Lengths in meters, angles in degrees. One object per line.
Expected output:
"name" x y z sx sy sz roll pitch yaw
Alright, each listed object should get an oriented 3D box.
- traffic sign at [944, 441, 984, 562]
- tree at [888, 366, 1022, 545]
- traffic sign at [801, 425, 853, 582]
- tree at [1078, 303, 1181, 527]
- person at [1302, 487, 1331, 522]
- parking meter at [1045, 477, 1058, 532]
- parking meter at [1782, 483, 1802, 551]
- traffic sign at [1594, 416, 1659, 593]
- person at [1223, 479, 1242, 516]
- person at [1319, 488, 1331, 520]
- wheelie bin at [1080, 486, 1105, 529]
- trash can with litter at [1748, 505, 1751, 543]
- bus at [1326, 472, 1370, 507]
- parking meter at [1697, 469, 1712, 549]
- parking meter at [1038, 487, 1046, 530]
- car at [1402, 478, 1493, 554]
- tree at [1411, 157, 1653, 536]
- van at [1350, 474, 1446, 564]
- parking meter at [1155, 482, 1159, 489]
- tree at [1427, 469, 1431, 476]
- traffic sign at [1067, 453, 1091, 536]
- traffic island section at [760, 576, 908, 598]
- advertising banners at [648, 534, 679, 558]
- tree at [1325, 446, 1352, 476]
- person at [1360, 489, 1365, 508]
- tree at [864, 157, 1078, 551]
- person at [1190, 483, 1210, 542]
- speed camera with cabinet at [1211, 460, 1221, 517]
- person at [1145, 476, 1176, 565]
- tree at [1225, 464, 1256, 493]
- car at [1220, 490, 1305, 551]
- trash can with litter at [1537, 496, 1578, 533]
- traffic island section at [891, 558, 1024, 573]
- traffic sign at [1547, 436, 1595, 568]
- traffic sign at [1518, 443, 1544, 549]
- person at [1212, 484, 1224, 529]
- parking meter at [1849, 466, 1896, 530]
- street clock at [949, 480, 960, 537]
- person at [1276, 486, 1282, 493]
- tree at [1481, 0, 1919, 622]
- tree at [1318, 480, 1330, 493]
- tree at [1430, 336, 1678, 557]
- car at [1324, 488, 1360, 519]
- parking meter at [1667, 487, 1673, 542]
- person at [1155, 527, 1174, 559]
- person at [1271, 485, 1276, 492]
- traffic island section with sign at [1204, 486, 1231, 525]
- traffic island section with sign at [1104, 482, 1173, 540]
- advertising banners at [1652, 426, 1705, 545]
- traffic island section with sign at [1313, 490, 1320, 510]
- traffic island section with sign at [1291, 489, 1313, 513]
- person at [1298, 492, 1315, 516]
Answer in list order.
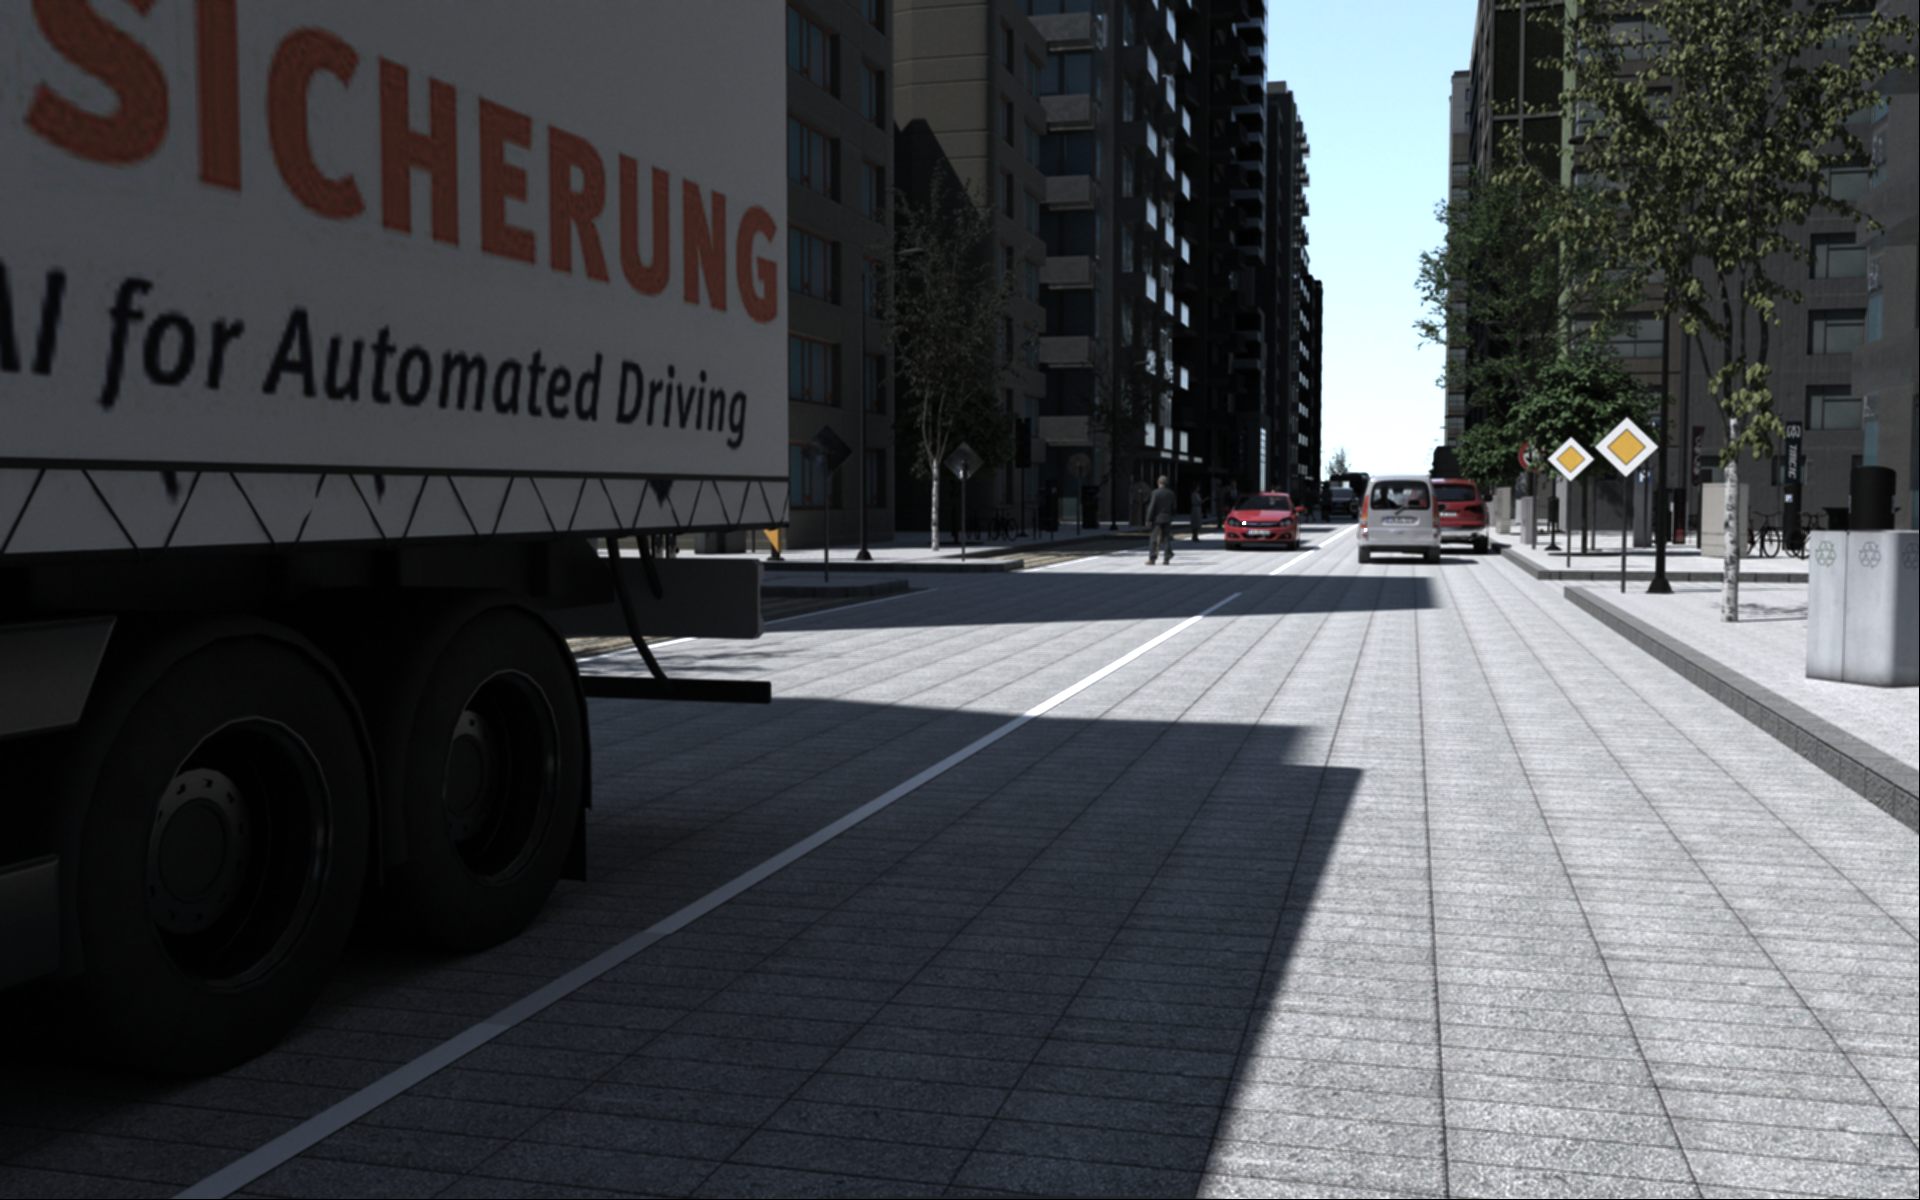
"traffic sign" 0.068 -1.789 32.888 0.795 2.450 0.064 1 4 15
"tree" -0.135 -3.714 44.435 4.285 4.588 4.351 0 3 0
"traffic sign" -1.940 -1.316 25.159 0.795 2.450 0.064 1 4 15
"tree" 6.388 -7.116 66.704 4.360 8.622 3.978 0 3 0
"person" 18.150 -4.865 88.260 1.509 1.804 0.699 0 4 -1
"parking meter" 3.132 -3.266 59.110 0.399 1.863 0.255 -2 4 -27
"parking meter" 18.967 -1.901 39.490 0.372 1.533 0.369 0 3 0
"traffic sign" 8.601 -1.148 22.410 0.795 2.450 0.064 1 4 15
"person" 7.710 -2.465 48.576 0.659 1.850 0.755 0 4 5
"person" 19.991 -5.260 94.892 0.661 1.777 0.834 1 4 10
"wheelie bin" 4.854 -3.432 64.022 0.980 1.594 0.693 0 4 7
"trash can with litter" 20.731 -2.105 45.811 0.624 1.170 1.055 0 4 2
"bus" 32.081 -9.020 142.334 2.948 3.499 13.247 1 4 16
"parking meter" 17.425 -2.130 40.543 0.255 1.863 0.399 1 4 16
"parking meter" 2.966 -3.245 61.470 0.372 1.533 0.369 0 3 0
"car" 12.077 -2.106 43.112 2.281 1.827 5.304 1 4 16
"tree" 17.706 -7.839 53.928 9.928 11.665 9.643 0 3 0
"van" 9.353 -1.832 36.967 2.013 2.044 4.112 1 4 13
"parking meter" 8.336 -4.074 72.317 0.255 1.863 0.399 3 4 36
"tree" 21.861 -5.360 71.355 4.285 4.588 4.351 0 3 0
"traffic sign" 3.658 -3.265 53.496 0.768 2.556 0.104 1 4 19
"traffic island section" -1.964 -0.180 25.226 2.009 0.180 2.903 1 4 15
"advertising banners" -4.044 -1.648 23.129 0.090 3.025 2.074 0 4 4
"tree" 56.530 -18.858 258.693 4.737 8.622 4.395 0 3 0
"person" 21.202 -4.961 90.610 0.512 1.701 0.522 1 4 18
"tree" -0.368 -5.423 39.036 4.360 8.622 3.978 0 3 0
"person" 7.199 -2.635 52.146 0.524 1.755 0.480 -1 4 -16
"speed camera with cabinet" 14.778 -6.451 99.817 0.660 3.252 2.038 1 4 8
"person" 4.041 -1.619 35.146 0.661 1.801 0.590 -2 4 -24
"tree" 18.962 -7.392 115.462 1.663 3.219 1.824 0 3 0
"car" 7.913 -2.209 45.149 2.155 1.783 4.494 1 4 13
"trash can with litter" 19.497 -2.828 57.298 1.678 1.210 2.233 -1 4 -15
"traffic island section" 0.043 -0.653 32.956 2.009 0.180 2.903 1 4 15
"traffic sign" 10.608 -1.621 30.140 0.795 2.450 0.064 1 4 15
"traffic sign" 13.332 -2.450 40.158 0.768 2.556 0.104 1 4 19
"person" 10.656 -3.875 71.658 0.447 1.846 0.655 1 4 18
"parking meter" 8.335 -0.455 15.850 0.372 1.533 0.369 0 3 0
"street clock" -0.153 -2.894 51.890 0.358 2.002 0.471 0 4 -6
"person" 11.326 -3.162 61.042 0.643 1.720 0.563 3 4 38
"tree" 7.493 -4.083 17.112 4.737 8.622 4.395 0 3 0
"tree" 48.443 -14.307 228.523 1.663 3.219 1.824 0 3 0
"tree" 13.026 -3.210 36.203 4.285 4.588 4.351 0 3 0
"car" 22.133 -5.640 100.889 2.281 1.827 5.304 1 4 13
"parking meter" 18.893 -2.325 46.420 0.372 1.533 0.369 0 3 0
"person" 4.478 -1.549 38.104 0.640 1.303 0.475 -3 5 -39
"person" 13.516 -4.019 74.389 0.511 1.800 0.466 3 5 42
"traffic island section with sign" 12.469 -4.412 80.761 1.989 1.847 2.006 1 4 15
"traffic island section with sign" 5.691 -2.816 54.669 1.989 1.847 2.006 1 4 15
"advertising banners" 18.400 -2.942 44.288 2.074 3.025 0.090 -2 4 -33
"traffic island section with sign" 31.934 -8.998 155.741 1.989 1.847 2.006 1 4 15
"traffic island section with sign" 25.169 -7.402 129.645 1.989 1.847 2.006 1 4 15
"person" 22.921 -6.478 114.425 0.705 1.824 1.348 -3 5 -44
